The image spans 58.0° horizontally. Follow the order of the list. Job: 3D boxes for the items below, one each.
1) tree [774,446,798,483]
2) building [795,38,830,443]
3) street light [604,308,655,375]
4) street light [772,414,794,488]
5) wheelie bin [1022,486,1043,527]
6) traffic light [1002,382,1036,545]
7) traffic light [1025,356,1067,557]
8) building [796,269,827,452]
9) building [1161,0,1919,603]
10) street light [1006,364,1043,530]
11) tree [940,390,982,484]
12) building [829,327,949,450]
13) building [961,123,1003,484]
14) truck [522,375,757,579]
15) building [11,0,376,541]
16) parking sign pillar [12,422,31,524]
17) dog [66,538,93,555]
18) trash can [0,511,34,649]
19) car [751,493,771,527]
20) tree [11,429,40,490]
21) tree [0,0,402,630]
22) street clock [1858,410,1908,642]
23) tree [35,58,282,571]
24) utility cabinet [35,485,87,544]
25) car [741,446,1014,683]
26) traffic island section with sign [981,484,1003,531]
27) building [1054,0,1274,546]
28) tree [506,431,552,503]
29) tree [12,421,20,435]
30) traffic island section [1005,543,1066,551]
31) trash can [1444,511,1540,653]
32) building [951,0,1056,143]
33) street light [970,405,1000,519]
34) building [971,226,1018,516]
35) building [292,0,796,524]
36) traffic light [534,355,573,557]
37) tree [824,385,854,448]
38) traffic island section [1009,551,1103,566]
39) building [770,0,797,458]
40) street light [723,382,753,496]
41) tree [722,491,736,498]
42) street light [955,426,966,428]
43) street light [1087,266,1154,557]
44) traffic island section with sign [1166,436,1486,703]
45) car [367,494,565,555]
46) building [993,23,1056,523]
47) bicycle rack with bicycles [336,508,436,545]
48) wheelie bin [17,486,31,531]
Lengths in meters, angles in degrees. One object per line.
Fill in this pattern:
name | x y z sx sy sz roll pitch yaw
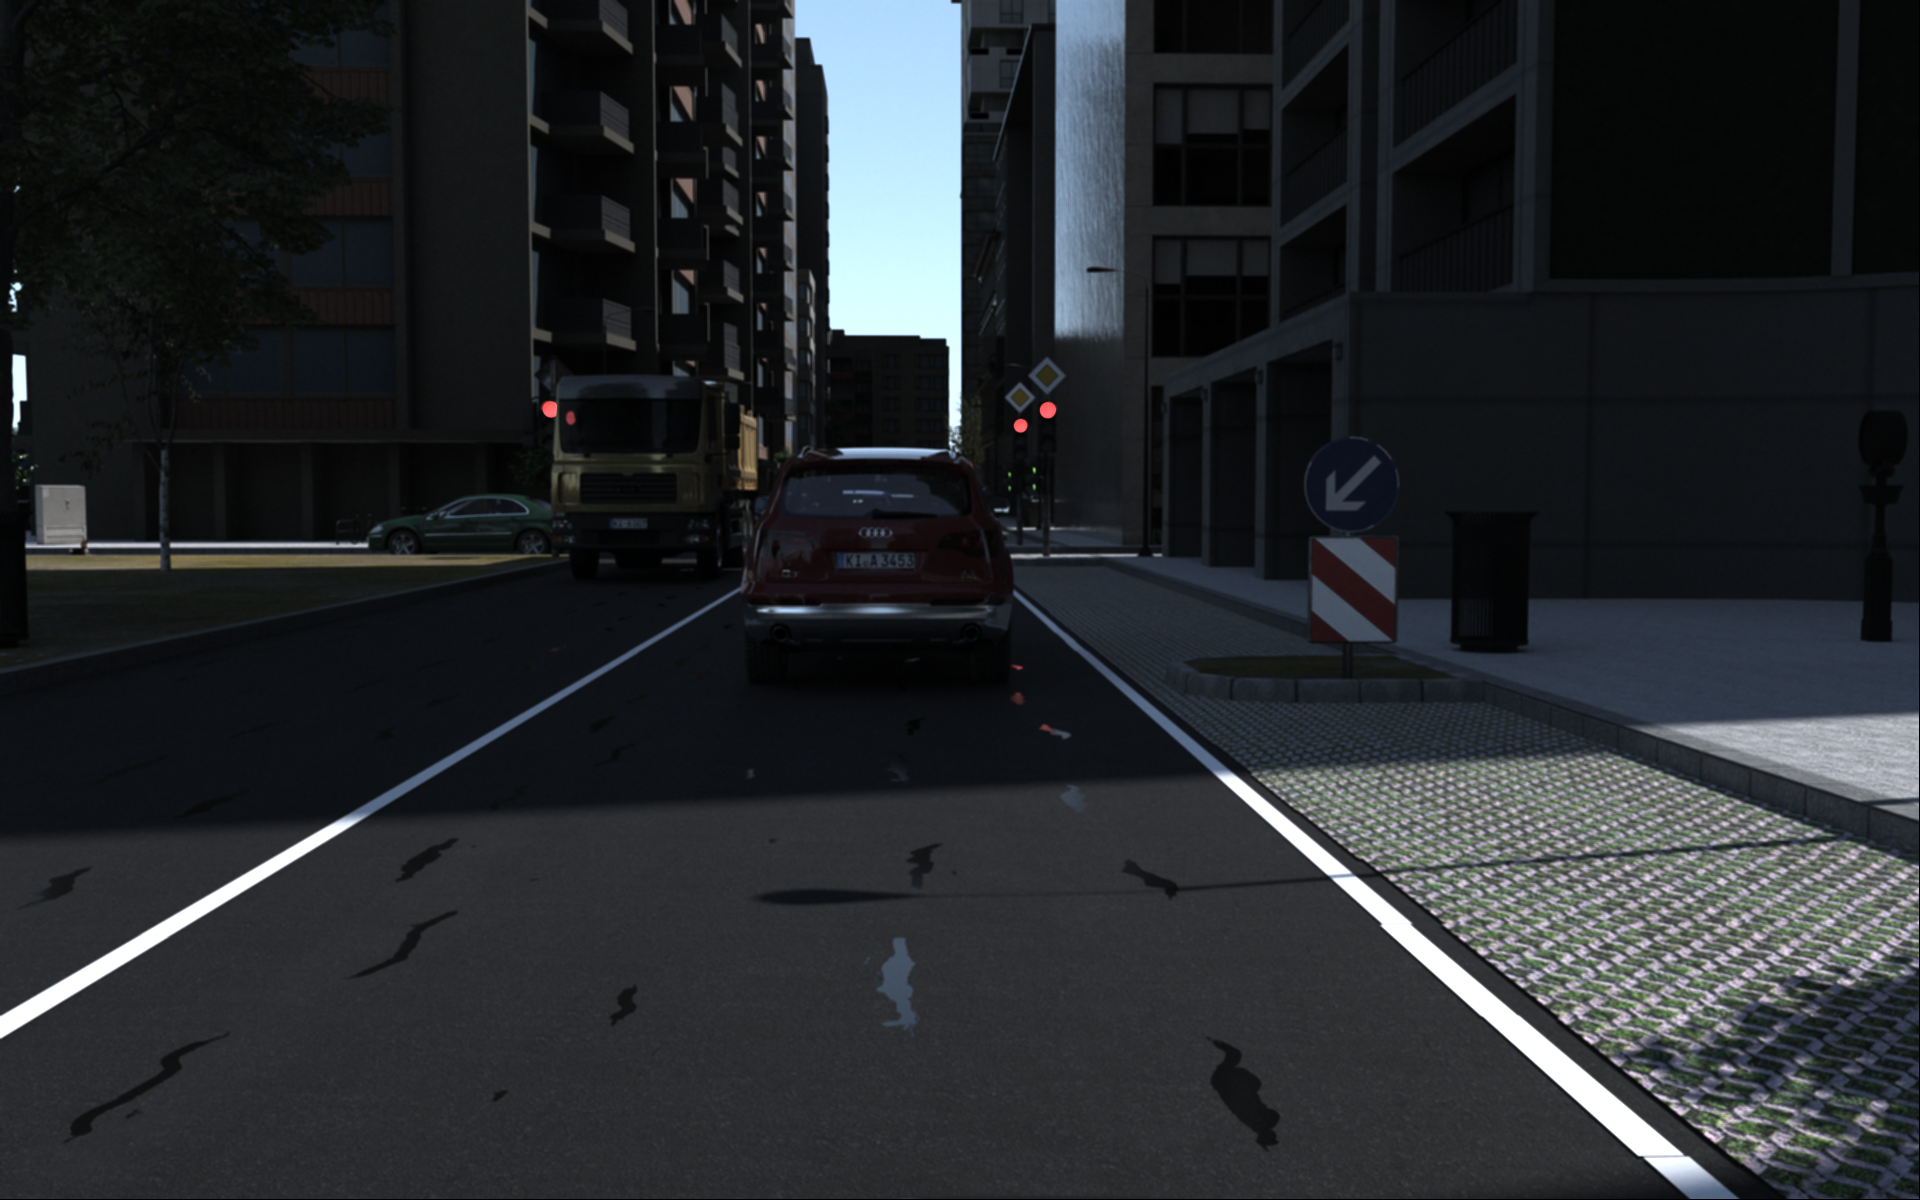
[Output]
tree | -11.777 -8.146 116.902 4.285 4.588 4.351 0 3 0
building | -24.709 -34.139 181.874 21.600 48.544 21.300 0 4 -2
street light | -8.298 -4.326 43.275 1.470 5.913 1.316 0 4 -2
street light | -10.315 -7.834 100.625 1.470 5.913 1.316 0 4 -2
wheelie bin | 2.745 -3.593 66.657 0.980 1.594 0.693 -2 4 -32
traffic light | 1.480 -3.333 43.410 0.839 4.253 0.868 0 4 -2
traffic light | 1.754 -2.845 35.430 0.839 4.253 0.868 0 4 -2
building | -25.830 -18.479 147.178 27.650 21.520 28.899 0 4 -2
building | 14.740 -35.815 23.821 20.563 71.187 20.611 0 4 -2
street light | 2.346 -5.481 62.151 1.470 5.913 1.316 0 4 -2
tree | 1.634 -10.792 126.808 4.737 8.622 4.395 0 3 0
building | -16.151 -22.659 215.507 28.899 21.520 27.650 0 4 -2
building | 7.039 -22.410 138.111 14.160 30.474 14.107 0 4 -2
truck | -5.352 -2.164 31.304 3.469 3.379 9.791 0 4 -2
building | -19.261 -24.735 59.043 22.147 44.769 28.867 0 4 -2
parking sign pillar | -34.477 -4.630 64.165 1.447 3.967 1.447 2 4 27
dog | -20.338 -1.214 40.045 0.550 0.427 0.748 -3 5 -43
trash can | -8.145 -0.173 14.479 0.748 1.137 0.748 0 3 0
car | -5.542 -2.802 54.846 2.155 1.783 4.494 0 4 0
tree | -24.353 -2.991 43.508 1.663 3.219 1.824 0 3 0
tree | -8.930 -6.017 16.502 7.486 12.596 7.792 0 3 0
street clock | 7.999 -0.642 15.061 0.358 2.002 0.471 0 4 6
tree | -13.391 -4.805 28.932 4.360 8.622 3.978 0 3 0
utility cabinet | -22.848 -2.162 44.034 0.318 1.500 1.173 2 4 28
car | -0.669 -0.369 14.704 2.281 1.827 5.304 0 4 -2
traffic island section with sign | 0.673 -3.655 68.395 1.989 1.847 2.006 0 4 -2
building | 20.706 -15.167 52.494 34.151 26.468 19.350 0 4 -2
tree | -9.948 -2.895 41.935 1.663 3.219 1.824 0 3 0
tree | -40.784 -5.608 75.410 4.285 4.588 4.351 0 3 0
traffic island section | 1.521 -1.299 43.526 2.009 0.180 2.903 0 4 -2
trash can | 4.335 -0.153 14.163 0.748 1.137 0.748 0 3 0
building | 13.936 -34.857 159.151 28.713 52.752 27.495 0 4 -2
street light | 1.344 -7.203 90.311 1.470 5.913 1.316 0 4 -2
building | 6.380 -14.958 109.191 10.561 19.102 19.286 0 4 -2
building | -20.789 -27.028 96.526 22.147 44.769 28.867 0 4 -2
traffic light | -8.201 -2.823 35.074 0.839 4.253 0.868 0 4 -2
tree | -13.959 -15.267 167.740 7.486 12.596 7.792 0 3 0
traffic island section | 1.795 -0.811 35.545 2.009 0.180 2.903 0 4 -2
building | -19.173 -29.042 124.954 14.600 45.320 14.200 0 4 -2
street light | -9.308 -6.092 72.151 1.470 5.913 1.316 0 4 -2
tree | -10.646 -5.230 80.109 1.663 3.219 1.824 0 3 0
street light | 0.365 -8.926 118.480 1.470 5.913 1.316 0 4 -2
street light | 3.278 -3.849 35.469 1.470 5.913 1.316 0 4 -2
traffic island section with sign | 2.576 -0.252 12.746 1.989 1.847 2.006 0 4 -2
car | -10.673 -1.634 38.518 4.920 1.459 2.131 0 4 -1
building | 9.515 -16.234 84.488 14.314 24.678 30.058 0 4 -2
bicycle rack with bicycles | -14.655 -1.911 44.632 2.852 0.926 2.925 0 4 2
wheelie bin | -32.958 -3.222 60.587 0.980 1.594 0.693 -3 5 -43
